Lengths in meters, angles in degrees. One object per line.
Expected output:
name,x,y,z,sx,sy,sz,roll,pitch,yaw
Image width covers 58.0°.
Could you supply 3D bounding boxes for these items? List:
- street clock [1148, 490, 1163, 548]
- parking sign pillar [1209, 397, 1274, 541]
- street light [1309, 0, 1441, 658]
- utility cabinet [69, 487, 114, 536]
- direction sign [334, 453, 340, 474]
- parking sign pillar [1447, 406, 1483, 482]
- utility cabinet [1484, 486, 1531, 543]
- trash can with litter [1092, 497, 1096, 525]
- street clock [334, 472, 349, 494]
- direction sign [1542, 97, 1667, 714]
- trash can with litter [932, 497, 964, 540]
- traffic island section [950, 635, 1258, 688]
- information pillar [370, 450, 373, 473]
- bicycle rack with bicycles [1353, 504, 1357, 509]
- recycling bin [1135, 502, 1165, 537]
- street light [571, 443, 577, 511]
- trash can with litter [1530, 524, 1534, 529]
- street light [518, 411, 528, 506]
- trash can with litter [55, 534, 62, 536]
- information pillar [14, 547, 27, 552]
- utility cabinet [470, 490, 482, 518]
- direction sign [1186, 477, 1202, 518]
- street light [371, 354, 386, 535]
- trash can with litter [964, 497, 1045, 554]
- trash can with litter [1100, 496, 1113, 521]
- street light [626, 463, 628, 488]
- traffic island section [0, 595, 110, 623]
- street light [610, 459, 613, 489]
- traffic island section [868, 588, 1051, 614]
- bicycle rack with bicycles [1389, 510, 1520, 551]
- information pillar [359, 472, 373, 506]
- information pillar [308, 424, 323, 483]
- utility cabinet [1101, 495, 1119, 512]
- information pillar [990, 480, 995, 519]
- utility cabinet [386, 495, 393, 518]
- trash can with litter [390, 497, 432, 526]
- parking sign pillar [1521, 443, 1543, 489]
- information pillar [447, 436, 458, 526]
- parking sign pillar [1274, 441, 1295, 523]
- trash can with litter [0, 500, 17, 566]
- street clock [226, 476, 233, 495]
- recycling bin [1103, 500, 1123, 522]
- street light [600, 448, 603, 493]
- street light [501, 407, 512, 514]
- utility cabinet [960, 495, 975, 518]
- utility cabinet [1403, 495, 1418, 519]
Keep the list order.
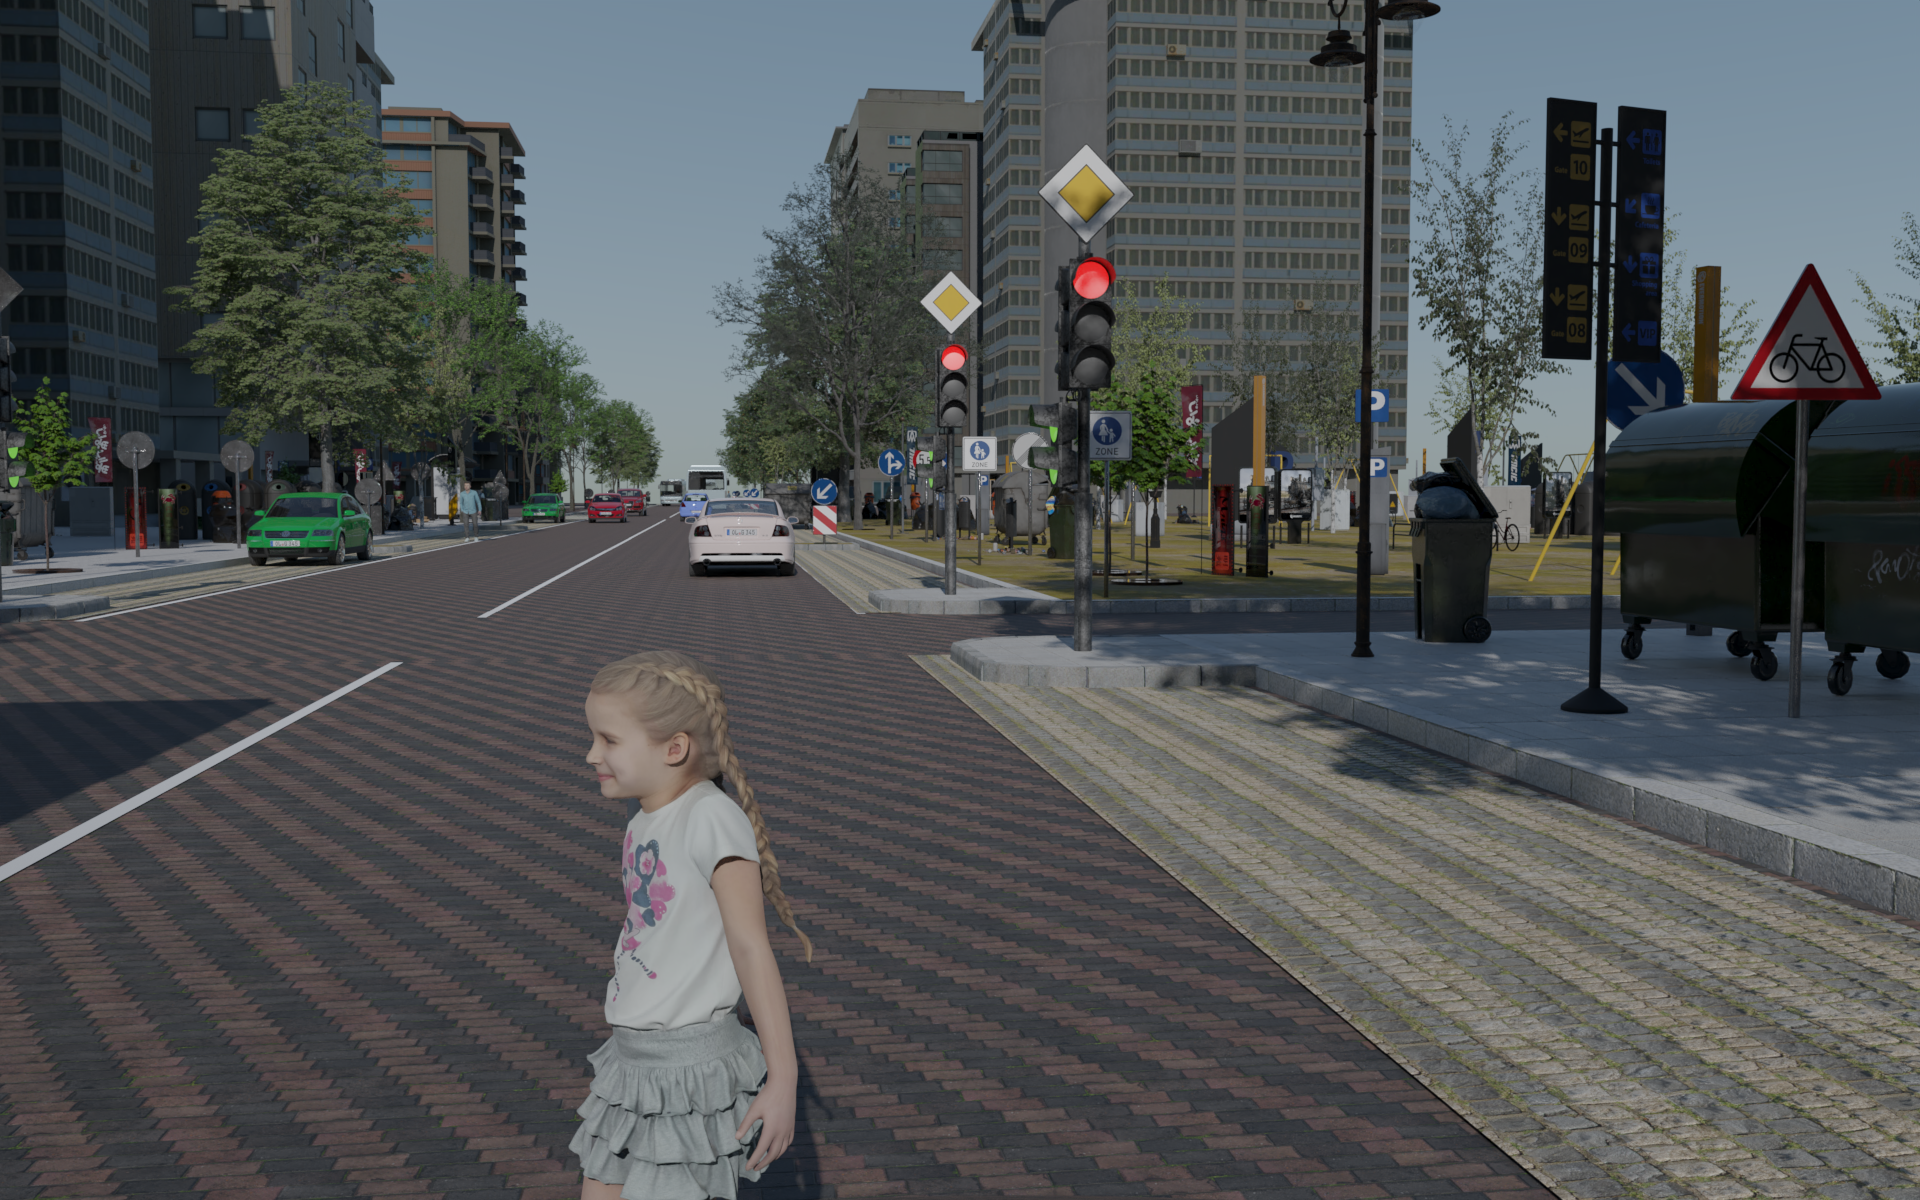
street clock,4.643,-2.237,41.142,0.358,2.002,0.471,2,4,30
parking sign pillar,7.580,-3.616,47.587,1.447,3.967,1.447,2,4,30
street light,3.179,-2.490,13.496,0.468,5.910,1.993,0,4,-8
utility cabinet,-26.206,-2.666,52.270,1.173,1.500,0.318,0,4,-6
direction sign,-32.166,-5.961,89.456,0.379,3.537,0.876,0,4,-3
parking sign pillar,15.596,-3.980,53.551,1.447,3.967,1.447,-1,4,-18
utility cabinet,14.161,-2.217,44.926,1.173,1.500,0.318,1,4,11
trash can with litter,5.003,-3.616,70.501,1.055,1.170,0.624,1,4,19
street clock,-20.143,-3.170,56.393,0.358,2.002,0.471,2,4,28
direction sign,3.759,-1.111,10.158,0.876,3.537,0.379,-2,4,-23
trash can with litter,0.015,-2.321,49.013,1.678,1.210,2.233,-2,4,-32
traffic island section,1.029,0.495,14.181,2.009,0.180,2.903,0,4,-8
information pillar,-31.051,-6.121,91.437,0.183,3.616,0.504,-1,4,-21
bicycle rack with bicycles,16.837,-3.591,72.088,2.925,0.926,2.852,0,4,1
recycling bin,5.769,-2.447,52.570,0.722,1.027,0.722,2,4,25
street light,-29.191,-9.668,130.856,0.468,5.910,1.993,0,4,-8
trash can with litter,19.970,-3.195,63.298,2.233,1.210,1.678,2,4,32
street light,-24.258,-7.558,96.362,0.468,5.910,1.993,0,4,-8
trash can with litter,-28.516,-2.566,53.012,2.233,1.210,1.678,2,4,25
information pillar,-21.079,-2.090,38.657,0.304,2.012,0.304,0,4,-1
utility cabinet,-26.229,-5.195,93.616,1.173,1.500,0.318,3,5,41
direction sign,12.825,-6.289,94.827,0.876,3.537,0.379,1,4,14
street light,-18.283,-5.008,54.673,0.468,5.910,1.993,0,4,-8
trash can with litter,1.040,-1.636,37.805,1.678,1.210,2.233,0,4,-3
trash can with litter,6.933,-4.407,83.441,1.055,1.170,0.624,-1,4,-18
street light,-40.963,-14.703,213.184,0.468,5.910,1.993,0,4,-8
traffic island section,-11.425,0.110,20.485,2.009,0.180,2.903,0,4,-8
street light,-36.017,-12.595,178.719,0.468,5.910,1.993,0,4,-8
traffic island section,-0.097,0.012,22.087,2.009,0.180,2.903,0,4,-8
bicycle rack with bicycles,11.188,-1.612,39.741,2.852,0.926,2.925,0,4,-5
information pillar,-19.504,-3.207,56.922,0.304,2.012,0.304,3,4,37
information pillar,-20.017,-3.831,53.993,0.504,3.616,0.183,-1,4,-22
utility cabinet,8.488,-5.306,97.920,1.020,1.237,0.306,1,4,22
information pillar,1.545,-5.088,87.678,0.304,2.012,0.304,-3,5,-43
utility cabinet,-30.101,-4.901,91.299,1.020,1.237,0.306,-2,4,-25
trash can with litter,-22.451,-3.628,70.380,2.233,1.210,1.678,-3,5,-40
parking sign pillar,29.940,-6.274,91.050,1.447,3.967,1.447,-1,4,-23
information pillar,-20.592,-4.827,70.274,0.504,3.616,0.183,2,4,34
parking sign pillar,14.522,-5.495,78.321,1.447,3.967,1.447,-2,4,-29
trash can with litter,-17.348,-1.190,30.841,1.055,1.170,0.624,1,4,20
street clock,-29.436,-3.990,69.808,0.358,2.002,0.471,-2,4,-27
recycling bin,7.000,-4.065,79.014,0.722,1.027,0.722,2,4,27
street light,-34.042,-11.733,164.620,0.468,5.910,1.993,0,4,-8
street light,-23.303,-7.109,89.026,0.468,5.910,1.993,0,4,-8
utility cabinet,0.523,-4.789,89.467,1.020,1.237,0.306,0,4,5
utility cabinet,23.022,-4.708,88.129,1.020,1.237,0.306,-2,4,-34
